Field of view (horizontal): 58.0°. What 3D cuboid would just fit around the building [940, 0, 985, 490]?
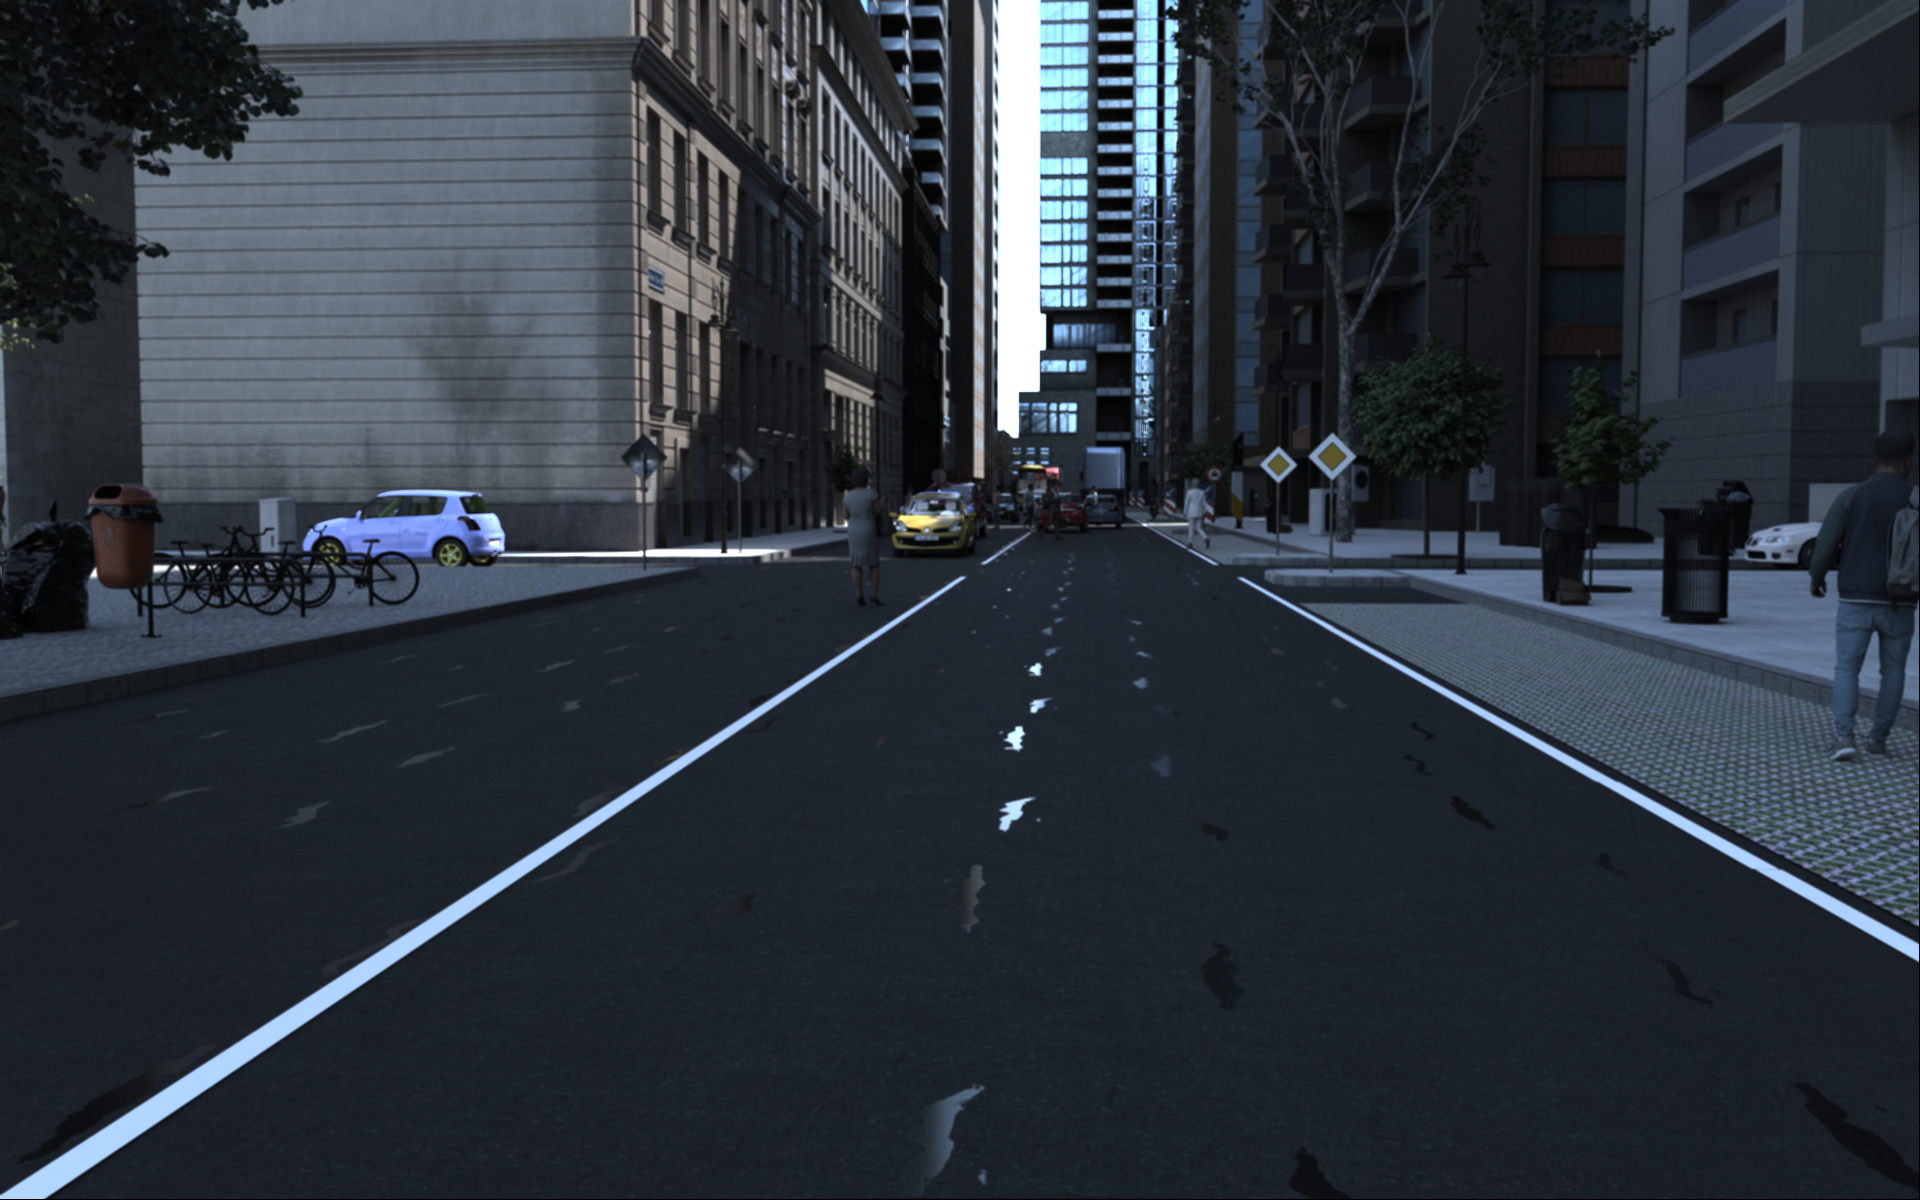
[{"bbox_3d":[-5.204,-30.634,150.977,14.600,45.320,14.200,0,4,4],"label":"building"}]

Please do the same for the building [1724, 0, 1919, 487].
[{"bbox_3d":[23.482,-25.775,10.660,28.713,52.752,27.495,0,4,4],"label":"building"}]

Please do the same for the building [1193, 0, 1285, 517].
[{"bbox_3d":[21.308,-27.677,102.631,14.600,45.320,14.200,0,4,4],"label":"building"}]

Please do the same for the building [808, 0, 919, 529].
[{"bbox_3d":[-11.322,-14.953,77.766,16.112,22.955,30.059,0,4,4],"label":"building"}]

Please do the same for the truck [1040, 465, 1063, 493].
[{"bbox_3d":[8.534,-10.938,167.757,2.839,4.237,11.283,0,4,6],"label":"truck"}]

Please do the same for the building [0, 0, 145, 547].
[{"bbox_3d":[-29.482,-11.596,44.349,16.860,20.320,10.420,0,4,4],"label":"building"}]

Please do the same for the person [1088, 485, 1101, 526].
[{"bbox_3d":[5.994,-4.261,78.268,0.850,1.850,0.679,2,4,27],"label":"person"}]

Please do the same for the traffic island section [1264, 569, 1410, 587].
[{"bbox_3d":[6.051,-0.361,28.181,2.009,0.180,2.903,0,4,4],"label":"traffic island section"}]

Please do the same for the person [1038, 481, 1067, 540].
[{"bbox_3d":[2.896,-2.801,54.255,0.822,1.834,0.622,2,4,31],"label":"person"}]

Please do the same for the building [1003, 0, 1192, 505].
[{"bbox_3d":[21.211,-54.522,204.112,31.000,86.520,22.319,0,4,4],"label":"building"}]

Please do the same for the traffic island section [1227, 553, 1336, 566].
[{"bbox_3d":[6.645,-0.848,36.144,2.009,0.180,2.903,0,4,4],"label":"traffic island section"}]

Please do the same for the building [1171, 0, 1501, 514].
[{"bbox_3d":[28.706,-29.713,140.436,22.147,44.769,28.867,0,4,4],"label":"building"}]

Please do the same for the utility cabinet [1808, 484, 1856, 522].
[{"bbox_3d":[18.734,-1.724,36.871,1.173,1.500,0.318,2,4,34],"label":"utility cabinet"}]

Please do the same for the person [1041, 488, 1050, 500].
[{"bbox_3d":[5.762,-6.443,113.775,1.348,1.831,0.705,-2,4,-32],"label":"person"}]

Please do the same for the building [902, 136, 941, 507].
[{"bbox_3d":[-7.945,-16.562,100.469,12.332,23.373,15.834,0,4,4],"label":"building"}]

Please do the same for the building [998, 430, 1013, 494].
[{"bbox_3d":[-7.725,-37.992,210.401,27.495,52.752,28.713,0,4,4],"label":"building"}]

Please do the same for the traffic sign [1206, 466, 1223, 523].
[{"bbox_3d":[11.459,-4.764,77.993,0.768,2.556,0.104,0,4,6],"label":"traffic sign"}]

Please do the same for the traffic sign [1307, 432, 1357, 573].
[{"bbox_3d":[6.027,-1.496,28.105,0.795,2.450,0.064,0,4,4],"label":"traffic sign"}]

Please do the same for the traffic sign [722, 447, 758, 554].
[{"bbox_3d":[-4.690,-2.036,36.930,0.795,2.450,0.064,0,4,4],"label":"traffic sign"}]

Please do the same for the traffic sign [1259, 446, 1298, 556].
[{"bbox_3d":[6.621,-1.983,36.068,0.795,2.450,0.064,0,4,4],"label":"traffic sign"}]

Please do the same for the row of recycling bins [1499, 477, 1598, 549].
[{"bbox_3d":[14.192,-2.129,41.927,1.069,1.692,3.534,-1,4,-12],"label":"row of recycling bins"}]

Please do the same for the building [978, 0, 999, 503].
[{"bbox_3d":[-10.273,-38.806,176.471,28.212,58.520,21.231,0,4,4],"label":"building"}]

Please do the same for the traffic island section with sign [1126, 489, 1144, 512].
[{"bbox_3d":[14.254,-7.909,137.939,1.989,1.847,2.006,0,4,4],"label":"traffic island section with sign"}]

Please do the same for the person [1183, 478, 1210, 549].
[{"bbox_3d":[6.105,-2.216,44.608,0.514,1.842,0.818,-2,4,-34],"label":"person"}]

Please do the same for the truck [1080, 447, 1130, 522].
[{"bbox_3d":[7.618,-6.333,93.304,2.967,4.110,18.799,0,4,6],"label":"truck"}]

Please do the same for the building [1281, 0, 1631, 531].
[{"bbox_3d":[23.816,-25.479,71.213,22.147,44.769,28.867,0,4,4],"label":"building"}]

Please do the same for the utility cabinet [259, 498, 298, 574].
[{"bbox_3d":[-10.710,-0.981,27.196,0.306,1.237,1.020,-3,4,-37],"label":"utility cabinet"}]

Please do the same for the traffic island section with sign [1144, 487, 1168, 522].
[{"bbox_3d":[10.567,-4.886,88.510,1.989,1.847,2.006,0,4,4],"label":"traffic island section with sign"}]

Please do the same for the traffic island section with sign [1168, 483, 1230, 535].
[{"bbox_3d":[8.557,-3.242,61.629,1.989,1.847,2.006,0,4,4],"label":"traffic island section with sign"}]

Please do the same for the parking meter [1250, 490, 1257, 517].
[{"bbox_3d":[16.302,-5.374,96.276,0.372,1.533,0.369,0,3,0],"label":"parking meter"}]

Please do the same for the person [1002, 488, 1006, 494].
[{"bbox_3d":[2.842,-6.130,109.005,0.850,1.792,0.678,0,4,3],"label":"person"}]

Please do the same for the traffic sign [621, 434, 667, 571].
[{"bbox_3d":[-5.284,-1.549,28.967,0.795,2.450,0.064,0,4,4],"label":"traffic sign"}]

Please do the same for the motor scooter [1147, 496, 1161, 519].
[{"bbox_3d":[10.803,-5.115,96.403,0.815,1.314,1.986,0,4,6],"label":"motor scooter"}]

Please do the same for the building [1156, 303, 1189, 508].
[{"bbox_3d":[33.829,-19.902,170.438,27.650,21.520,28.899,0,4,4],"label":"building"}]

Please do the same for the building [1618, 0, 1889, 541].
[{"bbox_3d":[34.105,-30.649,43.104,28.212,58.520,21.231,0,4,4],"label":"building"}]

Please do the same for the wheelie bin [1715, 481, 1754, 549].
[{"bbox_3d":[18.167,-2.005,40.695,0.693,1.594,0.980,-1,4,-18],"label":"wheelie bin"}]

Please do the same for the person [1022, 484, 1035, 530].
[{"bbox_3d":[2.740,-3.744,69.563,0.795,1.843,0.661,3,5,39],"label":"person"}]

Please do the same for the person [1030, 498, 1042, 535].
[{"bbox_3d":[2.652,-2.911,60.346,0.590,1.304,0.306,-3,4,-39],"label":"person"}]

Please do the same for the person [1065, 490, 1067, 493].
[{"bbox_3d":[8.719,-8.160,142.696,1.217,1.735,0.721,0,4,7],"label":"person"}]

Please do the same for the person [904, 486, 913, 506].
[{"bbox_3d":[-1.704,-3.056,59.471,0.522,1.701,0.512,-3,5,-44],"label":"person"}]

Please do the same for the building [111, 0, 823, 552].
[{"bbox_3d":[-11.825,-15.455,49.945,12.463,27.353,25.104,0,4,4],"label":"building"}]

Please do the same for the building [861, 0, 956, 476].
[{"bbox_3d":[-11.076,-49.813,127.120,22.319,86.520,31.000,0,4,4],"label":"building"}]

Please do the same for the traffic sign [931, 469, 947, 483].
[{"bbox_3d":[-1.062,-5.311,86.944,0.768,2.556,0.104,1,4,9],"label":"traffic sign"}]
